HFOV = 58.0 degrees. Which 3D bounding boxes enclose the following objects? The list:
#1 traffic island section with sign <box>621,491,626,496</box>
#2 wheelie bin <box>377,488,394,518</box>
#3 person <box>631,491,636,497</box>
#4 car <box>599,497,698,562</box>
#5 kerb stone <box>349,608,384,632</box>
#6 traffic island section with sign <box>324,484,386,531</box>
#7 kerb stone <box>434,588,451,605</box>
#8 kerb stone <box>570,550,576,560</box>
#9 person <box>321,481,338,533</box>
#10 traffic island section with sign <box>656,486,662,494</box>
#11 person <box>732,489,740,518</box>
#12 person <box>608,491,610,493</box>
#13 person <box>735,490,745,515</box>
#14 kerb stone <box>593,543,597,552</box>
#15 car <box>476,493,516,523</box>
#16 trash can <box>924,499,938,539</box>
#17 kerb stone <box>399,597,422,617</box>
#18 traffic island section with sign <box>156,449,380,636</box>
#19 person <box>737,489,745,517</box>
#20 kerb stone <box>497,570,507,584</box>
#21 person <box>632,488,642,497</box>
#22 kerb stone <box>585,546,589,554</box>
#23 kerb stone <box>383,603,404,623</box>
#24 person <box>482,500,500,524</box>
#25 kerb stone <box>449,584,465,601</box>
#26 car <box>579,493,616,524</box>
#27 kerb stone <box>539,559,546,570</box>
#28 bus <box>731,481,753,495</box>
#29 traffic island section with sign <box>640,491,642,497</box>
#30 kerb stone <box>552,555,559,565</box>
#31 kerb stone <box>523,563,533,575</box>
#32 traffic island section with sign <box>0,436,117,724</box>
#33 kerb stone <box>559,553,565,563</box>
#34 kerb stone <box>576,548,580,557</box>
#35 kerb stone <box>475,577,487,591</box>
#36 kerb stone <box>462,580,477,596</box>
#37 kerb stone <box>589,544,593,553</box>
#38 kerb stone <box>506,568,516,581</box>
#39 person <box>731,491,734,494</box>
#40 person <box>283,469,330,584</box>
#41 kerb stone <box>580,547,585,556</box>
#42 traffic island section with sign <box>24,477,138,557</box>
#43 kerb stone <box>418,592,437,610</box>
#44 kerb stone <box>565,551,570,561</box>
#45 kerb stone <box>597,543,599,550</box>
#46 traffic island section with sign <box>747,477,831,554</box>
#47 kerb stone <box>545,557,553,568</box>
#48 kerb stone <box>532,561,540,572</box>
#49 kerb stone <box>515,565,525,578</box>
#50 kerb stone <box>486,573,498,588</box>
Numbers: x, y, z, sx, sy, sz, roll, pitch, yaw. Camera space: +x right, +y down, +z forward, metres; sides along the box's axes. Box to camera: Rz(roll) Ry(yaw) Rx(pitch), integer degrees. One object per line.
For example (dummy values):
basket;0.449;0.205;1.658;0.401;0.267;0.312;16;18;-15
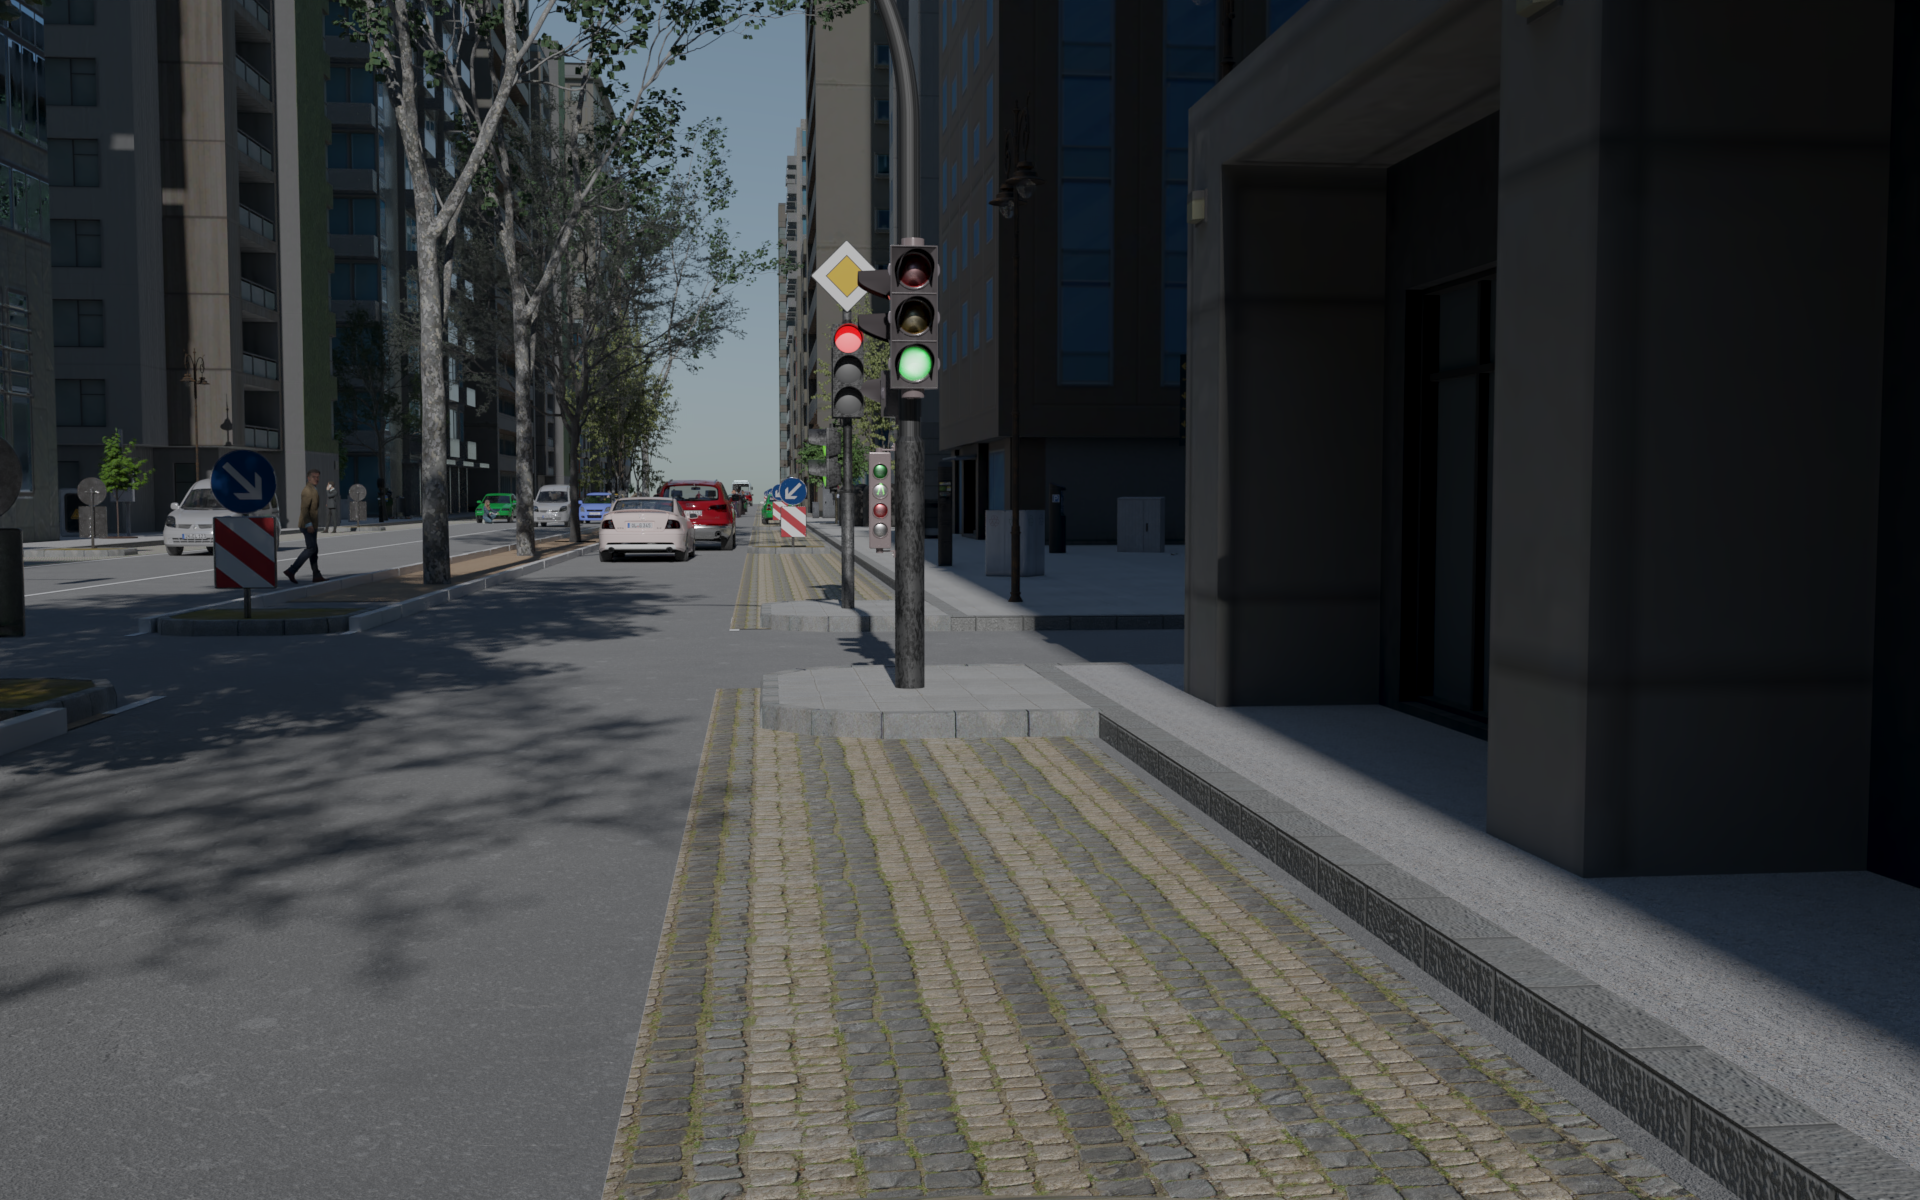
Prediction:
traffic island section with sign;-38.448;-11.574;197.866;1.989;1.847;2.006;0;4;-7
wheelie bin;-30.224;-5.091;91.152;0.693;1.594;0.980;-3;5;-43
person;-34.070;-10.512;181.086;0.721;1.735;1.217;3;4;39
car;-6.820;-1.565;37.952;2.083;1.381;4.827;0;4;-6
kerb stone;-6.361;0.224;18.541;0.120;0.150;1.000;0;4;-7
traffic island section with sign;-23.391;-3.577;67.105;1.989;1.847;2.006;0;4;-7
kerb stone;-6.835;-0.026;22.613;0.120;0.150;1.000;0;4;-7
kerb stone;-8.585;-0.961;37.909;0.120;0.150;1.000;0;4;-7
person;-22.938;-3.375;63.048;0.648;1.900;0.474;3;4;37
traffic island section with sign;-16.019;-5.193;93.049;2.006;1.907;1.989;0;4;-7
person;-13.540;-5.785;104.001;0.530;1.710;0.541;-1;4;-22
person;-34.006;-9.708;167.892;0.621;1.740;0.551;0;4;-4
person;-15.125;-6.720;119.170;0.742;1.727;0.445;0;4;-2
kerb stone;-9.175;-1.273;43.004;0.120;0.150;1.000;0;4;-7
car;-23.169;-4.788;87.087;1.959;1.807;4.718;0;4;-6
trash can;-0.809;-2.334;49.808;0.748;1.137;0.748;0;3;0
kerb stone;-6.586;0.099;20.573;0.120;0.150;1.000;0;4;-7
traffic island section with sign;-7.410;-0.628;18.404;2.006;1.907;1.989;0;4;-7
person;-13.395;-5.913;105.973;0.742;1.727;0.445;2;4;28
kerb stone;-7.415;-0.336;27.704;0.120;0.150;1.000;0;4;-7
person;-21.350;-6.492;114.651;1.348;1.823;0.705;-3;5;-41
kerb stone;-8.938;-1.148;40.973;0.120;0.150;1.000;0;4;-7
kerb stone;-6.476;0.166;19.557;0.120;0.150;1.000;0;4;-7
person;-22.649;-4.259;83.630;0.738;1.151;1.012;2;4;24
kerb stone;-6.942;-0.088;23.632;0.120;0.150;1.000;0;4;-7
car;-17.583;-4.574;84.382;1.945;1.707;3.694;0;4;-5
kerb stone;-8.009;-0.649;32.815;0.120;0.150;1.000;0;4;-7
bus;-30.788;-15.266;244.456;2.948;3.499;13.247;0;4;-6
traffic island section with sign;-41.600;-13.250;225.265;1.989;1.847;2.006;0;4;-7
kerb stone;-8.236;-0.775;34.859;0.120;0.150;1.000;0;4;-7
kerb stone;-7.768;-0.525;30.779;0.120;0.150;1.000;0;4;-7
traffic island section with sign;-6.572;-0.178;11.044;2.006;1.907;1.989;0;4;-7
kerb stone;-8.354;-0.837;35.875;0.120;0.150;1.000;0;4;-7
kerb stone;-8.712;-1.023;38.927;0.120;0.150;1.000;0;4;-7
kerb stone;-7.183;-0.212;25.668;0.120;0.150;1.000;0;4;-7
kerb stone;-7.062;-0.150;24.652;0.120;0.150;1.000;0;4;-7
kerb stone;-9.063;-1.211;41.987;0.120;0.150;1.000;0;4;-7
kerb stone;-7.533;-0.400;28.729;0.120;0.150;1.000;0;4;-7
person;-19.302;-8.435;147.334;0.530;1.710;0.541;2;4;31
person;-10.490;-1.191;27.876;0.656;1.842;0.836;3;5;40
kerb stone;-8.826;-1.084;39.942;0.120;0.150;1.000;0;4;-7
traffic island section with sign;-20.278;-1.927;40.136;1.989;1.847;2.006;0;4;-7
kerb stone;-6.710;0.037;21.595;0.120;0.150;1.000;0;4;-7
kerb stone;-8.472;-0.899;36.892;0.120;0.150;1.000;0;4;-7
kerb stone;-9.291;-1.335;44.021;0.120;0.150;1.000;0;4;-7
traffic island section with sign;-4.176;-2.047;42.094;1.989;1.847;2.006;0;4;-7
kerb stone;-8.118;-0.712;33.844;0.120;0.150;1.000;0;4;-7
kerb stone;-7.885;-0.587;31.800;0.120;0.150;1.000;0;4;-7
kerb stone;-7.652;-0.460;29.747;0.120;0.150;1.000;0;4;-7
kerb stone;-7.291;-0.275;26.685;0.120;0.150;1.000;0;4;-7
